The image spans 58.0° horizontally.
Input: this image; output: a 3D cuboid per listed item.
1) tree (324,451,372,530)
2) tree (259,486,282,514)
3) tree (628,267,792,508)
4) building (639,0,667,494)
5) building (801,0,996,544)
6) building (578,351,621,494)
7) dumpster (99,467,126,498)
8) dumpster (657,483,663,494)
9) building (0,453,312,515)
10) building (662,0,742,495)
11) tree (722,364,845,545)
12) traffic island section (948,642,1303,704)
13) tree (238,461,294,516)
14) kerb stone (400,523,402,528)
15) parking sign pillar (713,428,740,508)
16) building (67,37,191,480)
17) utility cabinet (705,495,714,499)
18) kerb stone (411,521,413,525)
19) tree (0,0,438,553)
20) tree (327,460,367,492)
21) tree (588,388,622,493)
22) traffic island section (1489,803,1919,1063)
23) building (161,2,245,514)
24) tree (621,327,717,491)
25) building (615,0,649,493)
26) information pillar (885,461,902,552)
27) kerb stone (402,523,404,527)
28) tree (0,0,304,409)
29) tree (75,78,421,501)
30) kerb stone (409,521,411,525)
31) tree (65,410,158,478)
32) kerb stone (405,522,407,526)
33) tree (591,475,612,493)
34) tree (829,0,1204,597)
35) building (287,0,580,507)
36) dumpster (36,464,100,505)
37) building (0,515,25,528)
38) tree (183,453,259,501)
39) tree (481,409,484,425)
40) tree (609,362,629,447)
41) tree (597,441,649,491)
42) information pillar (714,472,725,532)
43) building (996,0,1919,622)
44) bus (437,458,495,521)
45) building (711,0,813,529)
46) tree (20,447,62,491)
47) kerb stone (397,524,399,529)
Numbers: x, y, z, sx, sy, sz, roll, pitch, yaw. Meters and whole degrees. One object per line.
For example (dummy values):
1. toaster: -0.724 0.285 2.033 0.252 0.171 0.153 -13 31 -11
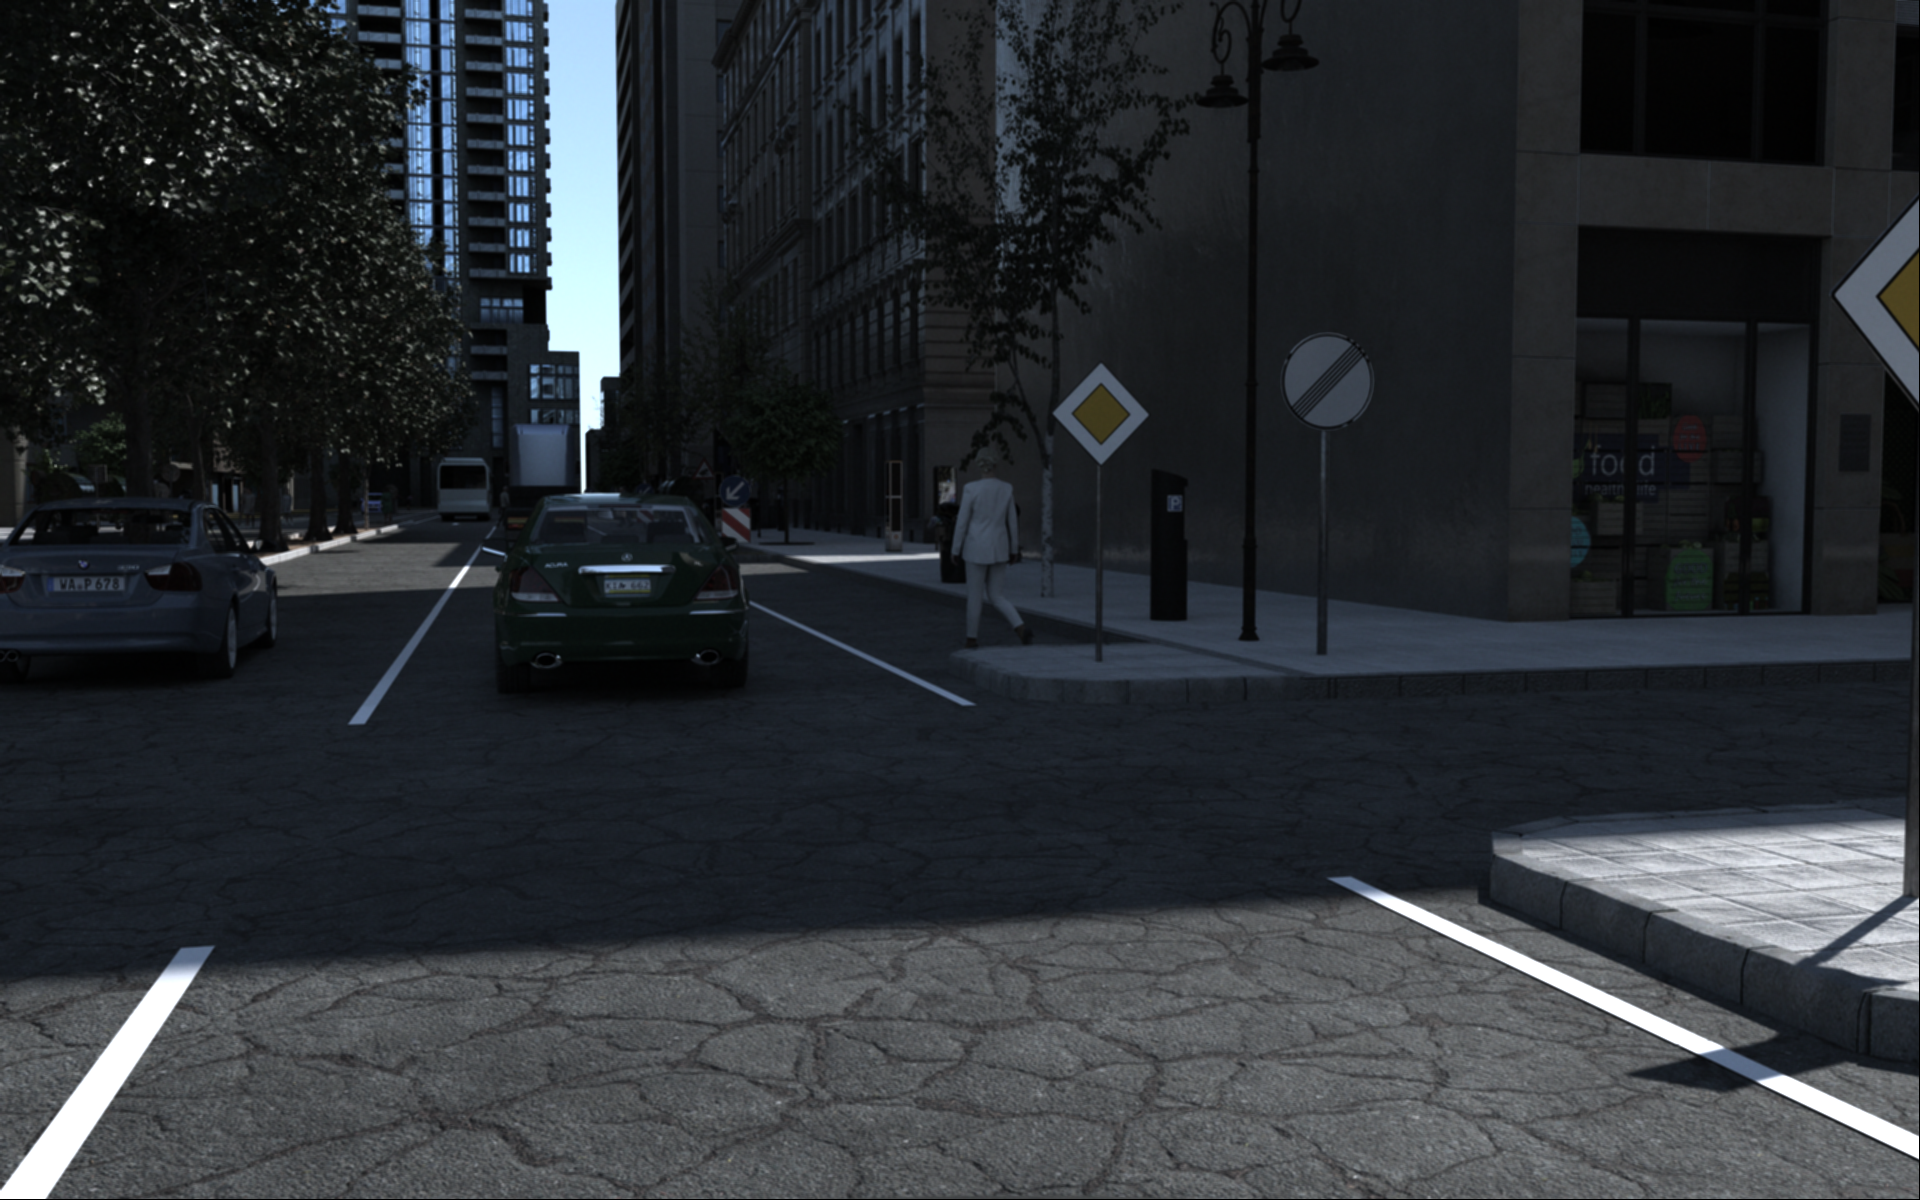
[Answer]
1. tree: -23.746 -7.109 69.054 4.360 8.622 3.978 0 3 0
2. tree: -43.750 -9.816 110.850 4.737 8.622 4.395 0 3 0
3. tree: -7.237 -6.426 55.420 4.737 8.622 4.395 0 3 0
4. building: -16.542 -29.384 130.541 14.600 45.320 14.200 -1 4 -14
5. building: 1.389 -12.519 53.837 9.793 20.994 18.267 -1 4 -14
6. building: -24.276 -53.263 183.522 31.000 86.520 22.319 -1 4 -14
7. dumpster: -30.567 -3.645 62.091 1.502 2.255 1.985 -1 4 -14
8. dumpster: -11.948 -4.070 72.305 1.264 1.857 1.865 -1 4 -14
9. building: -67.414 -17.722 134.793 28.899 21.520 27.650 -1 4 -14
10. building: -8.334 -34.761 110.347 21.231 58.520 28.212 -1 4 -14
11. tree: -4.433 -3.700 44.203 4.285 4.588 4.351 0 3 0
12. traffic island section: 1.082 0.550 13.285 2.009 0.180 2.903 -1 4 -14
13. tree: -41.329 -7.314 103.297 4.285 4.588 4.351 0 3 0
14. kerb stone: -23.604 -3.081 72.643 0.120 0.150 1.000 -1 4 -14
15. parking sign pillar: -9.561 -5.051 71.055 1.447 3.967 1.447 2 4 28
16. building: -56.686 -30.593 89.428 28.713 52.752 27.495 -1 4 -14
17. utility cabinet: -11.912 -4.335 82.032 0.306 1.237 1.020 2 4 33
18. kerb stone: -25.377 -3.511 79.618 0.120 0.150 1.000 -1 4 -14
19. tree: -16.975 -7.516 42.344 9.611 12.733 9.660 0 3 0
20. tree: -52.592 -10.091 148.700 4.285 4.588 4.351 0 3 0
21. tree: -23.783 -10.383 120.123 4.360 8.622 3.978 0 3 0
22. traffic island section: 3.056 1.024 5.547 2.009 0.180 2.903 -1 4 -14
23. building: -54.807 -28.226 111.613 14.600 45.320 14.200 -1 4 -14
24. tree: -12.679 -7.686 76.032 4.360 8.622 3.978 0 3 0
25. building: -18.047 -32.150 149.350 21.300 48.544 21.600 -1 4 -14
26. information pillar: -1.470 -2.075 38.415 0.304 2.012 0.304 -2 4 -23
27. kerb stone: -23.856 -3.146 73.634 0.120 0.150 1.000 -1 4 -14
28. tree: -9.680 -6.417 14.031 9.857 13.997 8.962 0 3 0
29. tree: -14.879 -5.939 33.974 8.767 10.594 7.601 -1 4 -14
30. kerb stone: -25.130 -3.451 78.615 0.120 0.150 1.000 -1 4 -14
31. tree: -33.067 -5.138 67.728 4.285 4.588 4.351 0 3 0
32. kerb stone: -24.371 -3.265 75.628 0.120 0.150 1.000 -1 4 -14
33. tree: -29.788 -9.196 144.958 1.663 3.219 1.824 0 3 0
34. tree: 0.859 -4.345 21.399 4.360 8.622 3.978 0 3 0
35. building: -55.254 -52.813 176.167 31.000 86.520 22.319 -1 4 -14
36. dumpster: -29.216 -3.301 56.459 1.502 2.255 1.985 -1 4 -14
37. building: -47.970 -12.950 56.769 27.650 21.520 28.899 -1 4 -14
38. tree: -37.617 -8.280 85.748 4.737 8.622 4.395 0 3 0
39. tree: -19.586 -8.138 52.530 9.611 12.733 9.660 0 3 0
40. tree: -16.481 -8.638 91.591 4.737 8.622 4.395 0 3 0
41. tree: -21.086 -7.631 108.476 4.285 4.588 4.351 0 3 0
42. information pillar: -8.146 -3.319 58.753 0.304 2.012 0.304 0 4 6
43. building: 19.580 -13.790 29.981 34.151 26.468 19.350 -1 4 -14
44. bus: -27.056 -6.124 94.984 2.948 3.499 13.247 -1 4 -14
45. building: -3.203 -17.005 75.298 12.463 27.353 25.104 -1 4 -14
46. tree: -32.725 -4.131 62.145 1.663 3.219 1.824 0 3 0
47. kerb stone: -23.103 -2.963 70.660 0.120 0.150 1.000 -1 4 -14
